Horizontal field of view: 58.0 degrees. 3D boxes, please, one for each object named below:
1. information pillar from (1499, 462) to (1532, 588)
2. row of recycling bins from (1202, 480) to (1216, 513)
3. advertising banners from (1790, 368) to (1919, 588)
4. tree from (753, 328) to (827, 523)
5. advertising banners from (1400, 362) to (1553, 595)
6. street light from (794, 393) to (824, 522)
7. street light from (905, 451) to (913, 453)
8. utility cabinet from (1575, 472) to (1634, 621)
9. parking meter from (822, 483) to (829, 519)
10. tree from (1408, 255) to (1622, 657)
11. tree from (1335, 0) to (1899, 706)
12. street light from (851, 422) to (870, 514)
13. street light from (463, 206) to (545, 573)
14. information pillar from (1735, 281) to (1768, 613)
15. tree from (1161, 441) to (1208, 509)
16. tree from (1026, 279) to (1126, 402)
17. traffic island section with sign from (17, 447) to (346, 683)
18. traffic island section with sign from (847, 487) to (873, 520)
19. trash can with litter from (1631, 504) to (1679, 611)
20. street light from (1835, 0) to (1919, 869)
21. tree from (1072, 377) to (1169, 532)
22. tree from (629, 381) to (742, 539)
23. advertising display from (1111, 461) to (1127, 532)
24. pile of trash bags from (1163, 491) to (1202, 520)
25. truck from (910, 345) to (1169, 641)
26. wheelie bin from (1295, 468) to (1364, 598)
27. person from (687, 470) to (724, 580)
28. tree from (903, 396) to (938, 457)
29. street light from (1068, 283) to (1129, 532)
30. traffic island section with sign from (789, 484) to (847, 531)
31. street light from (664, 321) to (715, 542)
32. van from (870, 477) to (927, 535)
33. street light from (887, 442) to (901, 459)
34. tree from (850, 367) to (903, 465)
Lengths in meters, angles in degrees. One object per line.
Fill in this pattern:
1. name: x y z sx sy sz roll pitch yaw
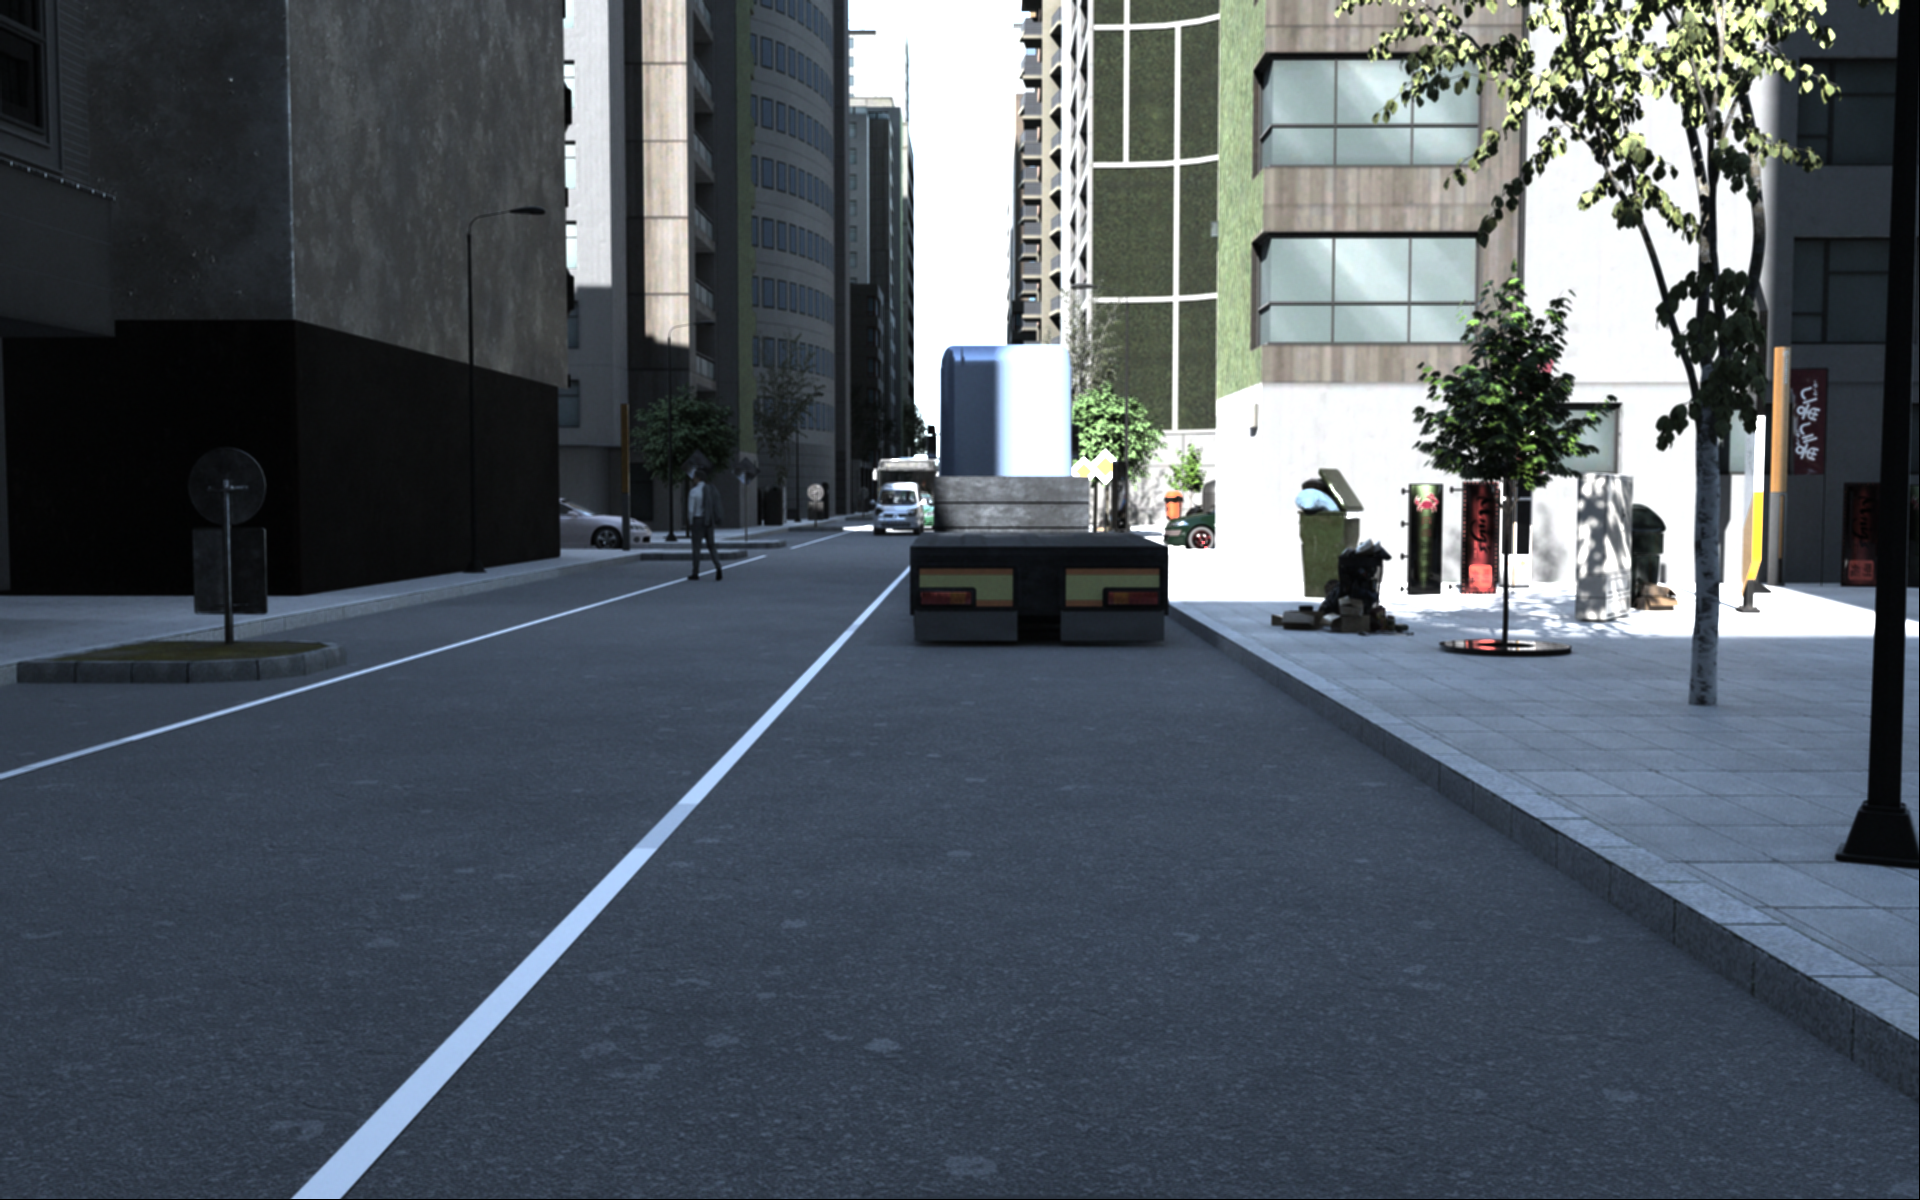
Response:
1. information pillar: 7.596 -1.172 23.654 0.304 2.012 0.304 -1 4 -23
2. row of recycling bins: 8.525 -2.741 51.933 1.069 1.692 3.534 3 5 43
3. advertising banners: 12.495 -1.694 23.883 2.074 3.025 0.090 1 4 20
4. tree: -7.921 -7.672 75.802 4.360 8.622 3.978 0 3 0
5. advertising banners: 6.615 -1.585 22.096 2.074 3.025 0.090 -1 4 -12
6. street light: -6.917 -6.533 79.362 1.470 5.913 1.316 0 4 1
7. street light: -5.708 -13.178 188.005 1.470 5.913 1.316 0 4 1
8. utility cabinet: 6.640 -0.558 17.801 0.318 1.500 1.173 2 4 33
9. parking meter: -6.834 -5.033 87.997 0.255 1.863 0.399 1 4 14
10. tree: 4.588 -1.193 14.103 1.663 3.219 1.824 0 3 0
11. tree: 4.301 -3.667 10.313 4.737 8.622 4.395 0 3 0
12. street light: -6.478 -8.517 111.793 1.470 5.913 1.316 0 4 1
13. street light: -7.393 -3.400 28.131 1.470 5.913 1.316 0 4 1
14. information pillar: 8.527 -1.666 18.590 0.183 3.616 0.504 1 4 12
15. tree: 8.156 -4.041 60.672 1.663 3.219 1.824 0 3 0
16. tree: 3.888 -6.674 59.480 4.360 8.622 3.978 0 3 0
17. traffic island section with sign: -6.161 -0.333 14.069 1.989 1.847 2.006 0 4 1
18. traffic island section with sign: -5.266 -5.300 95.282 1.989 1.847 2.006 0 4 1
19. trash can with litter: 7.722 -0.488 19.365 0.624 1.170 1.055 0 4 -4
20. street light: 2.707 -2.042 5.931 1.470 5.913 1.316 0 4 1
21. tree: 4.160 -4.216 52.639 4.285 4.588 4.351 0 3 0
22. tree: -8.041 -4.086 50.512 4.285 4.588 4.351 0 3 0
23. advertising display: 3.099 -1.745 33.740 0.123 1.923 0.974 1 4 15
24. pile of trash bags: 7.877 -2.796 55.464 3.447 1.369 1.912 -3 4 -37
25. truck: 0.793 -2.183 25.458 2.967 4.110 18.799 0 4 0
26. wheelie bin: 4.570 -0.832 21.518 0.693 1.594 0.980 2 4 32
27. person: -4.234 -1.238 28.836 0.679 1.850 0.850 -3 5 -42
28. tree: -6.747 -17.204 198.291 9.611 12.733 9.660 0 3 0
29. street light: 3.141 -4.022 38.299 1.470 5.913 1.316 0 4 1
30. traffic island section with sign: -5.570 -3.588 67.284 1.989 1.847 2.006 0 4 1
31. street light: -7.258 -4.529 46.585 1.470 5.913 1.316 0 4 1
32. van: -2.163 -3.343 61.676 2.013 2.044 4.112 0 4 1
33. street light: -5.984 -11.198 155.635 1.470 5.913 1.316 0 4 1
34. tree: -8.067 -11.212 117.721 8.767 10.594 7.601 0 4 -6
